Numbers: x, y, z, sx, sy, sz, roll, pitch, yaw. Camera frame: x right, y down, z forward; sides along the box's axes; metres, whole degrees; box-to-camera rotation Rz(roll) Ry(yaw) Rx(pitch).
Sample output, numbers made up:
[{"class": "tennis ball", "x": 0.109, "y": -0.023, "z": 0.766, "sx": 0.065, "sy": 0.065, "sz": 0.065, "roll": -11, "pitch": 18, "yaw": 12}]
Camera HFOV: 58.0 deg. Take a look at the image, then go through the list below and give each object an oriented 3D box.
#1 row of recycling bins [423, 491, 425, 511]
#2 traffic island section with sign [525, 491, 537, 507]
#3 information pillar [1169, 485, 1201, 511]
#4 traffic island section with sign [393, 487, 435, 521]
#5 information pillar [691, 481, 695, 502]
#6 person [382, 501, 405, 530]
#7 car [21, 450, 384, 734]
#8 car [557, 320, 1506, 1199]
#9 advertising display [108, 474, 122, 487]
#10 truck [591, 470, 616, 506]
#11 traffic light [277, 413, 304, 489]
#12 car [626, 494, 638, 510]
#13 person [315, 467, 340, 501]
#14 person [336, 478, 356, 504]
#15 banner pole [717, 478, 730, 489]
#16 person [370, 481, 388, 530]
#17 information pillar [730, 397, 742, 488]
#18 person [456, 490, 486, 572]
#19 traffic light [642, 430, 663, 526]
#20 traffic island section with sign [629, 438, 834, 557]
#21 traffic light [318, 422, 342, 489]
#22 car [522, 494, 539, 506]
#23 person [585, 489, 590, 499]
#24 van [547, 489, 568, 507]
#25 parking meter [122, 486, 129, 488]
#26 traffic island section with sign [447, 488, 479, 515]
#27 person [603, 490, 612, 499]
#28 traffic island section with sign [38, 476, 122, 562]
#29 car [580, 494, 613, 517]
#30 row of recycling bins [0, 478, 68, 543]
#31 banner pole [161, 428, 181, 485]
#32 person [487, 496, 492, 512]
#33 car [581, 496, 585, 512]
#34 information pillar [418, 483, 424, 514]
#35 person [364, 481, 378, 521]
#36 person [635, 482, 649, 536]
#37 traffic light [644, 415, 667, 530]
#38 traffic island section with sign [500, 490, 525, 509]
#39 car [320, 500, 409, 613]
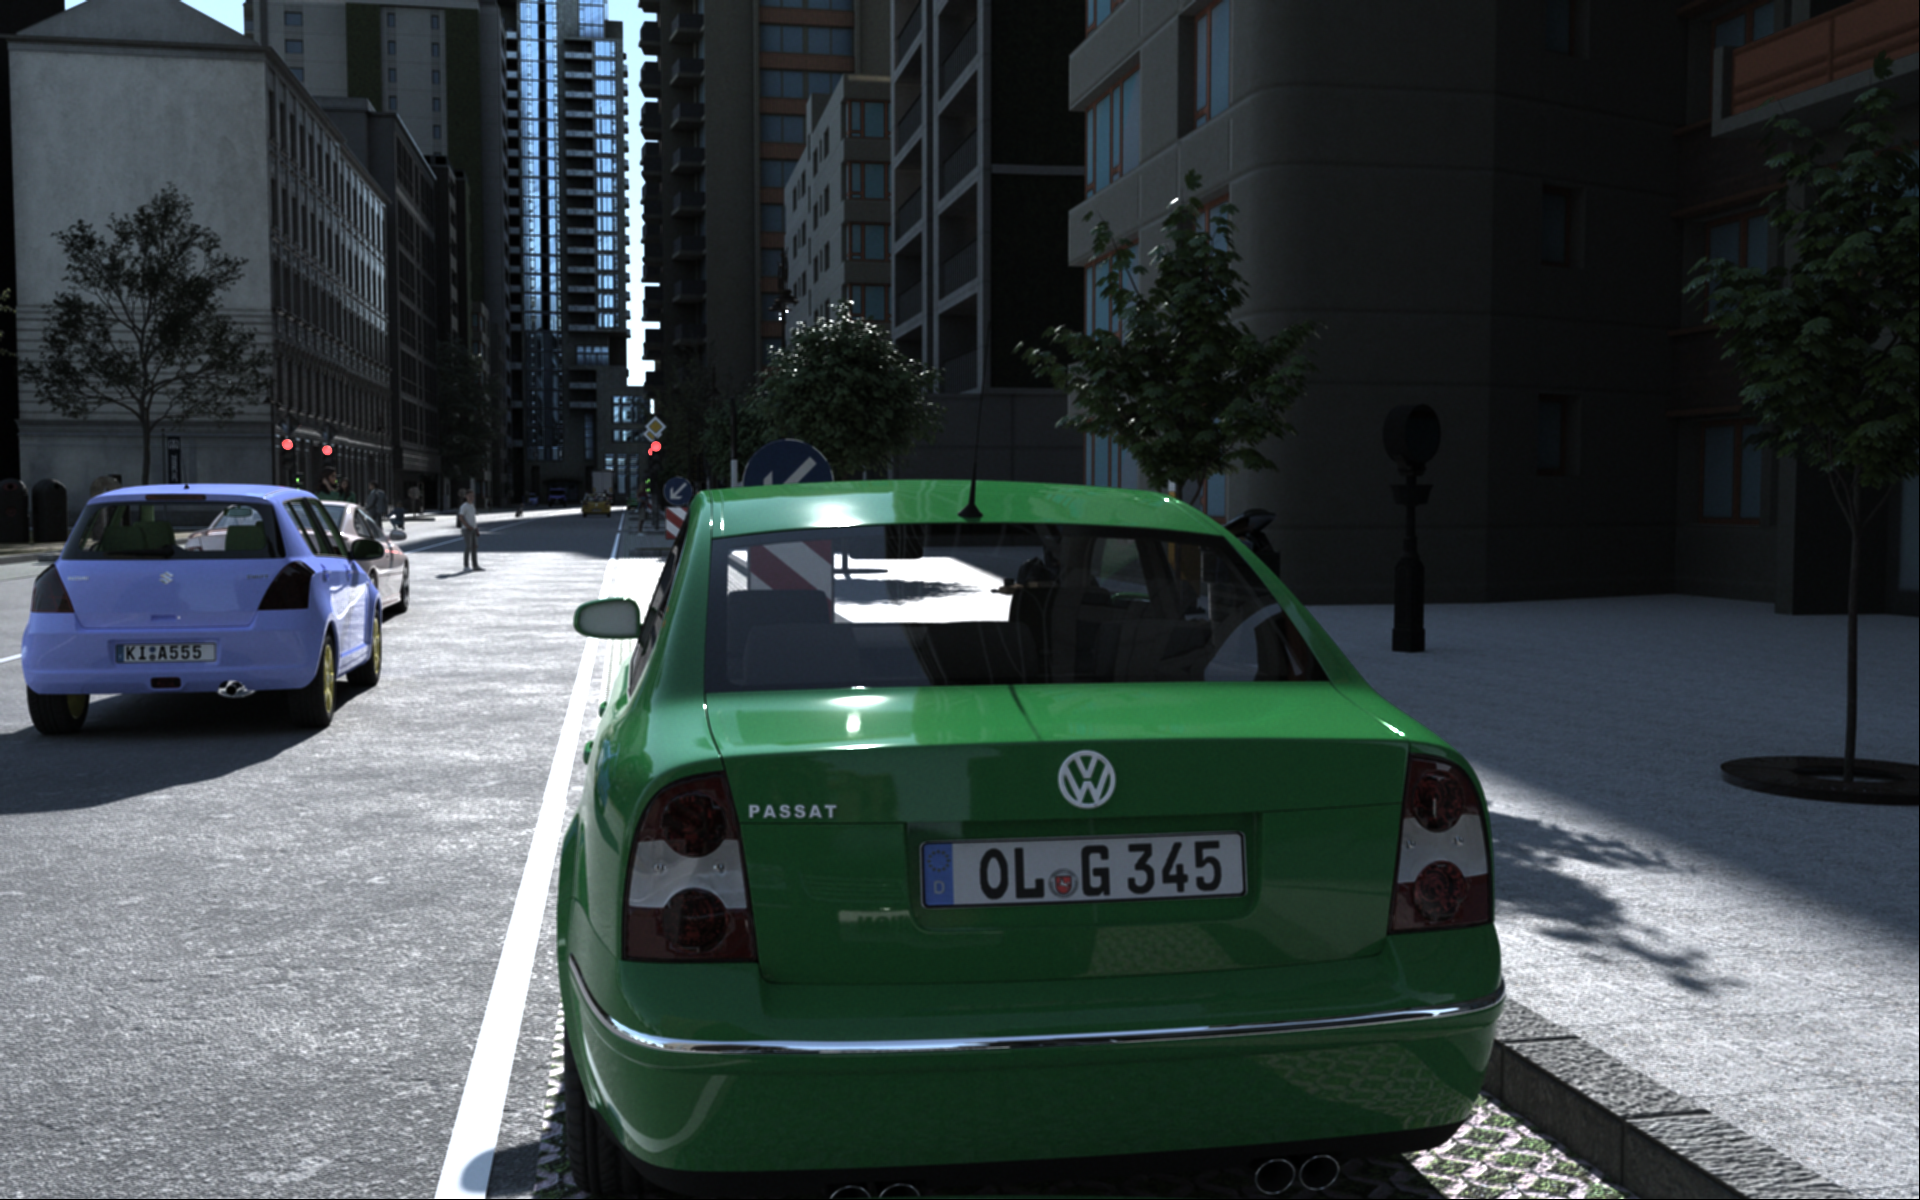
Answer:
[{"class": "row of recycling bins", "x": -41.740, "y": -7.460, "z": 129.078, "sx": 3.534, "sy": 1.692, "sz": 1.069, "roll": -1, "pitch": 4, "yaw": -18}, {"class": "traffic island section with sign", "x": -48.600, "y": -11.366, "z": 194.457, "sx": 1.989, "sy": 1.847, "sz": 2.006, "roll": -1, "pitch": 4, "yaw": -11}, {"class": "information pillar", "x": 2.402, "y": -1.654, "z": 18.403, "sx": 0.183, "sy": 3.616, "sz": 0.504, "roll": 3, "pitch": 5, "yaw": 43}, {"class": "traffic island section with sign", "x": -28.973, "y": -5.101, "z": 92.021, "sx": 1.989, "sy": 1.847, "sz": 2.006, "roll": -1, "pitch": 4, "yaw": -11}, {"class": "information pillar", "x": -14.566, "y": -5.484, "z": 94.159, "sx": 0.304, "sy": 2.012, "sz": 0.304, "roll": -1, "pitch": 4, "yaw": -12}, {"class": "person", "x": -22.480, "y": -3.359, "z": 68.926, "sx": 1.012, "sy": 1.151, "sz": 0.738, "roll": -3, "pitch": 5, "yaw": -40}, {"class": "car", "x": -4.968, "y": -0.133, "z": 11.760, "sx": 1.945, "sy": 1.707, "sz": 3.694, "roll": -1, "pitch": 4, "yaw": -12}, {"class": "car", "x": -0.156, "y": 0.230, "z": 5.029, "sx": 1.959, "sy": 1.807, "sz": 4.718, "roll": -1, "pitch": 4, "yaw": -9}, {"class": "advertising display", "x": -27.973, "y": -3.190, "z": 57.366, "sx": 0.123, "sy": 1.923, "sz": 0.974, "roll": -1, "pitch": 4, "yaw": -8}, {"class": "truck", "x": -41.921, "y": -13.135, "z": 203.677, "sx": 2.839, "sy": 4.237, "sz": 11.283, "roll": -1, "pitch": 4, "yaw": -10}, {"class": "traffic light", "x": -23.097, "y": -4.331, "z": 59.737, "sx": 0.839, "sy": 4.253, "sz": 0.868, "roll": -1, "pitch": 4, "yaw": -11}, {"class": "car", "x": -29.379, "y": -9.102, "z": 157.605, "sx": 1.959, "sy": 1.807, "sz": 4.718, "roll": -1, "pitch": 4, "yaw": -12}, {"class": "person", "x": -8.535, "y": -0.896, "z": 23.398, "sx": 0.529, "sy": 1.795, "sz": 0.600, "roll": 0, "pitch": 4, "yaw": -1}, {"class": "person", "x": -14.163, "y": -1.907, "z": 39.934, "sx": 0.600, "sy": 1.795, "sz": 0.529, "roll": -1, "pitch": 4, "yaw": -15}, {"class": "banner pole", "x": -13.020, "y": -6.485, "z": 96.040, "sx": 0.863, "sy": 3.779, "sz": 0.401, "roll": -1, "pitch": 4, "yaw": -16}, {"class": "person", "x": -17.304, "y": -2.620, "z": 51.438, "sx": 0.391, "sy": 1.810, "sz": 0.635, "roll": 1, "pitch": 4, "yaw": 18}, {"class": "information pillar", "x": -5.458, "y": -3.088, "z": 41.840, "sx": 0.183, "sy": 3.616, "sz": 0.504, "roll": -1, "pitch": 4, "yaw": -17}, {"class": "person", "x": -9.079, "y": -1.286, "z": 32.128, "sx": 0.523, "sy": 1.515, "sz": 0.503, "roll": -1, "pitch": 4, "yaw": -15}, {"class": "traffic light", "x": -12.412, "y": -4.954, "z": 69.922, "sx": 0.839, "sy": 4.253, "sz": 0.868, "roll": -1, "pitch": 4, "yaw": -11}, {"class": "traffic island section with sign", "x": -1.468, "y": -0.275, "z": 13.128, "sx": 1.989, "sy": 1.847, "sz": 2.006, "roll": -1, "pitch": 4, "yaw": -11}, {"class": "traffic light", "x": -24.599, "y": -4.811, "z": 67.580, "sx": 0.839, "sy": 4.253, "sz": 0.868, "roll": -1, "pitch": 4, "yaw": -11}, {"class": "car", "x": -50.945, "y": -11.980, "z": 205.462, "sx": 1.945, "sy": 1.707, "sz": 3.694, "roll": -1, "pitch": 4, "yaw": -11}, {"class": "person", "x": -27.384, "y": -7.240, "z": 127.138, "sx": 0.793, "sy": 1.790, "sz": 0.793, "roll": 2, "pitch": 4, "yaw": 32}, {"class": "van", "x": -44.685, "y": -11.492, "z": 192.277, "sx": 2.240, "sy": 2.365, "sz": 5.245, "roll": -1, "pitch": 4, "yaw": -12}, {"class": "parking meter", "x": -25.183, "y": -2.673, "z": 52.119, "sx": 0.372, "sy": 1.533, "sz": 0.369, "roll": 0, "pitch": 3, "yaw": 0}, {"class": "traffic island section with sign", "x": -34.172, "y": -6.760, "z": 119.151, "sx": 1.989, "sy": 1.847, "sz": 2.006, "roll": -1, "pitch": 4, "yaw": -11}, {"class": "person", "x": -37.066, "y": -10.575, "z": 181.035, "sx": 1.348, "sy": 1.869, "sz": 0.705, "roll": -1, "pitch": 4, "yaw": -15}, {"class": "traffic island section with sign", "x": -18.500, "y": -1.756, "z": 37.332, "sx": 1.989, "sy": 1.847, "sz": 2.006, "roll": -1, "pitch": 4, "yaw": -11}, {"class": "car", "x": -22.706, "y": -5.995, "z": 108.239, "sx": 2.015, "sy": 1.641, "sz": 3.980, "roll": -1, "pitch": 4, "yaw": -12}, {"class": "row of recycling bins", "x": -25.485, "y": -2.352, "z": 45.571, "sx": 3.534, "sy": 1.692, "sz": 1.069, "roll": -2, "pitch": 4, "yaw": -35}, {"class": "banner pole", "x": -30.012, "y": -4.637, "z": 65.833, "sx": 0.401, "sy": 3.779, "sz": 0.863, "roll": 3, "pitch": 5, "yaw": 44}, {"class": "person", "x": -38.599, "y": -7.879, "z": 141.998, "sx": 0.373, "sy": 1.253, "sz": 0.362, "roll": -2, "pitch": 4, "yaw": -24}, {"class": "car", "x": -29.507, "y": -7.793, "z": 139.414, "sx": 2.014, "sy": 1.417, "sz": 4.499, "roll": -1, "pitch": 4, "yaw": -9}, {"class": "information pillar", "x": -34.217, "y": -6.448, "z": 109.918, "sx": 0.304, "sy": 2.012, "sz": 0.304, "roll": -1, "pitch": 4, "yaw": -18}, {"class": "person", "x": -16.026, "y": -2.333, "z": 46.921, "sx": 0.573, "sy": 1.790, "sz": 0.520, "roll": -2, "pitch": 4, "yaw": -29}, {"class": "person", "x": -10.858, "y": -3.104, "z": 59.231, "sx": 0.573, "sy": 1.828, "sz": 0.580, "roll": -2, "pitch": 4, "yaw": -35}, {"class": "traffic light", "x": -10.909, "y": -4.475, "z": 62.079, "sx": 0.839, "sy": 4.253, "sz": 0.868, "roll": -1, "pitch": 4, "yaw": -11}, {"class": "traffic island section with sign", "x": -43.522, "y": -9.746, "z": 167.982, "sx": 1.989, "sy": 1.847, "sz": 2.006, "roll": -1, "pitch": 4, "yaw": -11}, {"class": "car", "x": -7.350, "y": -0.432, "z": 19.419, "sx": 2.083, "sy": 1.381, "sz": 4.827, "roll": -1, "pitch": 4, "yaw": -11}]
